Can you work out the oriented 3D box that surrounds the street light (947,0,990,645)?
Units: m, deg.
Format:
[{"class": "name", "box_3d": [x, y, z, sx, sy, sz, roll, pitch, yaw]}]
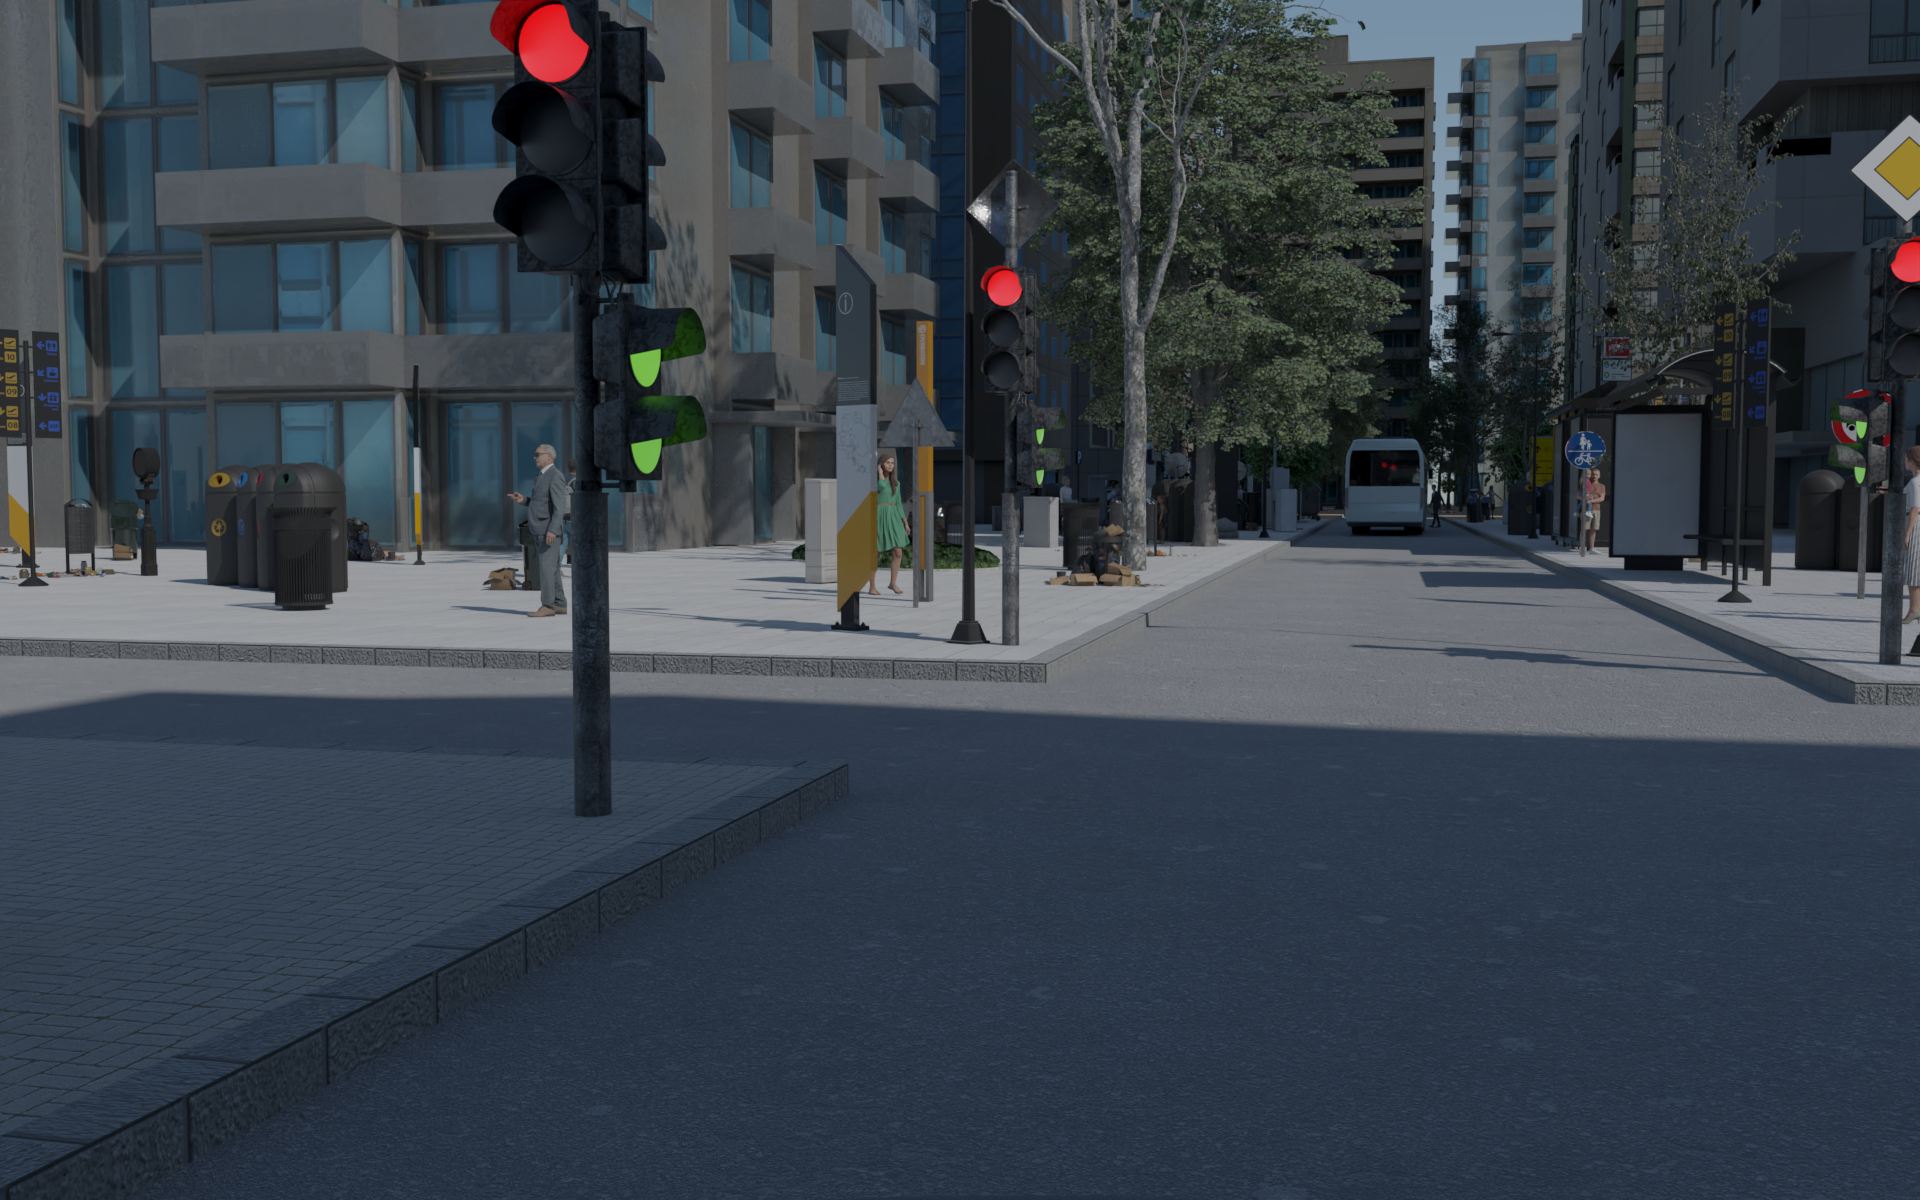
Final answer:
[{"class": "street light", "box_3d": [0.598, -2.572, 14.595, 1.470, 5.913, 1.316, 1, 4, 14]}]

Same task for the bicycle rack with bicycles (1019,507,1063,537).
[{"class": "bicycle rack with bicycles", "box_3d": [2.633, -2.414, 52.850, 2.852, 0.926, 2.925, 1, 4, 18]}]

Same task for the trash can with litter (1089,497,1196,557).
[{"class": "trash can with litter", "box_3d": [3.779, -1.542, 36.270, 1.678, 1.210, 2.233, -2, 4, -32]}]

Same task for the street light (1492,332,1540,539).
[{"class": "street light", "box_3d": [15.914, -4.715, 49.635, 1.470, 5.913, 1.316, 1, 4, 14]}]

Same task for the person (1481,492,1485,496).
[{"class": "person", "box_3d": [42.934, -8.405, 143.423, 1.348, 1.831, 0.705, 0, 4, 2]}]

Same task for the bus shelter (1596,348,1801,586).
[{"class": "bus shelter", "box_3d": [11.135, -1.998, 26.585, 2.014, 3.302, 5.546, 1, 4, 14]}]

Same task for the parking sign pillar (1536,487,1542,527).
[{"class": "parking sign pillar", "box_3d": [22.384, -4.805, 67.028, 1.447, 3.967, 1.447, 2, 4, 27]}]

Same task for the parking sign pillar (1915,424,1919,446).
[{"class": "parking sign pillar", "box_3d": [26.158, -3.530, 46.191, 1.447, 3.967, 1.447, 1, 4, 16]}]

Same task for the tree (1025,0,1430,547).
[{"class": "tree", "box_3d": [6.102, -8.271, 41.894, 9.857, 13.997, 8.962, 0, 3, 0]}]

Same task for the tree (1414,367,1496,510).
[{"class": "tree", "box_3d": [39.891, -13.141, 140.613, 9.928, 11.665, 9.643, 0, 3, 0]}]

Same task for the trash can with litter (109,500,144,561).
[{"class": "trash can with litter", "box_3d": [-16.189, -1.363, 33.665, 0.624, 1.170, 1.055, -2, 4, -26]}]

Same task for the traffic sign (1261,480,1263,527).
[{"class": "traffic sign", "box_3d": [11.888, -4.152, 67.998, 0.768, 2.556, 0.104, 1, 4, 18]}]

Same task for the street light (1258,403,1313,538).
[{"class": "street light", "box_3d": [9.462, -4.772, 50.567, 1.470, 5.913, 1.316, 1, 4, 14]}]

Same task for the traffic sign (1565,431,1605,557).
[{"class": "traffic sign", "box_3d": [12.685, -2.146, 35.195, 0.768, 2.556, 0.104, 1, 4, 16]}]

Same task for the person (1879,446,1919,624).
[{"class": "person", "box_3d": [9.347, -0.645, 17.152, 0.524, 1.755, 0.480, 2, 4, 35]}]

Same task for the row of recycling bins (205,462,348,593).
[{"class": "row of recycling bins", "box_3d": [-9.315, -1.008, 23.597, 1.069, 1.692, 3.534, -3, 5, -41]}]

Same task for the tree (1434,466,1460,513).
[{"class": "tree", "box_3d": [33.582, -7.614, 119.088, 1.663, 3.219, 1.824, 0, 3, 0]}]

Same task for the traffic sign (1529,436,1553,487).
[{"class": "traffic sign", "box_3d": [21.183, -4.097, 60.854, 2.265, 3.308, 0.079, 1, 4, 22]}]

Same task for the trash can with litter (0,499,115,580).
[{"class": "trash can with litter", "box_3d": [-14.085, -0.971, 26.934, 1.678, 1.210, 2.233, 1, 4, 19]}]

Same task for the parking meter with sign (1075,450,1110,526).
[{"class": "parking meter with sign", "box_3d": [5.517, -4.456, 69.120, 1.738, 3.016, 0.543, 1, 4, 21]}]

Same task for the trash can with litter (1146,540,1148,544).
[{"class": "trash can with litter", "box_3d": [4.303, -1.983, 43.804, 1.055, 1.170, 0.624, 0, 4, 7]}]

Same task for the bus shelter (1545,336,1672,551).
[{"class": "bus shelter", "box_3d": [15.421, -3.929, 41.870, 2.179, 5.291, 8.768, 1, 4, 14]}]

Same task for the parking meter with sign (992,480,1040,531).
[{"class": "parking meter with sign", "box_3d": [1.992, -3.924, 60.423, 1.738, 3.016, 0.543, -1, 4, -19]}]

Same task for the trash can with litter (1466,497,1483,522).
[{"class": "trash can with litter", "box_3d": [23.634, -4.184, 79.789, 0.624, 1.170, 1.055, 1, 4, 19]}]

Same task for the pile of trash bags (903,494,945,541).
[{"class": "pile of trash bags", "box_3d": [-1.184, -1.959, 41.786, 1.912, 1.369, 3.447, -1, 4, -12]}]

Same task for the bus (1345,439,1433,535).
[{"class": "bus", "box_3d": [15.960, -4.242, 64.210, 2.948, 3.499, 13.247, 1, 4, 16]}]

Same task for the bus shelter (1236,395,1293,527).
[{"class": "bus shelter", "box_3d": [12.806, -5.794, 72.359, 2.179, 5.291, 8.768, 1, 4, 14]}]

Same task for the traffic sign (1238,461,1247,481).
[{"class": "traffic sign", "box_3d": [10.625, -4.068, 66.610, 0.768, 2.556, 0.104, 1, 4, 21]}]

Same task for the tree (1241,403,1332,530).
[{"class": "tree", "box_3d": [11.746, -4.836, 62.779, 4.285, 4.588, 4.351, 0, 3, 0]}]

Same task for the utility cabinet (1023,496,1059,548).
[{"class": "utility cabinet", "box_3d": [1.952, -1.866, 41.675, 0.306, 1.237, 1.020, -3, 4, -36]}]

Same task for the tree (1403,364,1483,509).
[{"class": "tree", "box_3d": [42.189, -14.223, 150.673, 7.486, 12.596, 7.792, 0, 3, 0]}]

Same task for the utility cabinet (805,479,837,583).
[{"class": "utility cabinet", "box_3d": [-1.770, -1.008, 25.160, 0.318, 1.500, 1.173, 2, 4, 32]}]

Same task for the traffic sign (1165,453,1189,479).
[{"class": "traffic sign", "box_3d": [6.629, -3.242, 53.114, 0.768, 2.556, 0.104, 1, 4, 22]}]

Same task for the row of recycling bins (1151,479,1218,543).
[{"class": "row of recycling bins", "box_3d": [6.054, -2.453, 47.220, 1.069, 1.692, 3.534, -1, 4, -12]}]

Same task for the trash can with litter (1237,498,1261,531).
[{"class": "trash can with litter", "box_3d": [9.986, -2.996, 60.377, 1.055, 1.170, 0.624, 3, 4, 39]}]

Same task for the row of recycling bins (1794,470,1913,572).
[{"class": "row of recycling bins", "box_3d": [15.374, -1.300, 28.360, 1.069, 1.692, 3.534, -2, 4, -32]}]

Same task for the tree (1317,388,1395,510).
[{"class": "tree", "box_3d": [31.578, -13.864, 143.688, 9.611, 12.733, 9.660, 0, 3, 0]}]

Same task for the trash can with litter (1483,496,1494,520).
[{"class": "trash can with litter", "box_3d": [25.595, -4.466, 84.406, 0.624, 1.170, 1.055, 2, 4, 33]}]

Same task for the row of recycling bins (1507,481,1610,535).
[{"class": "row of recycling bins", "box_3d": [18.855, -2.854, 53.770, 3.534, 1.692, 1.069, 1, 4, 14]}]

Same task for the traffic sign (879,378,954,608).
[{"class": "traffic sign", "box_3d": [-0.499, -1.190, 19.464, 0.884, 2.594, 0.081, 1, 4, 16]}]

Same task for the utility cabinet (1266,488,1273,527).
[{"class": "utility cabinet", "box_3d": [12.159, -3.514, 66.129, 1.173, 1.500, 0.318, -3, 5, -42]}]

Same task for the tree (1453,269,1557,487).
[{"class": "tree", "box_3d": [18.662, -6.532, 57.159, 4.360, 8.622, 3.978, 0, 3, 0]}]

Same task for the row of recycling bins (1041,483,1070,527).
[{"class": "row of recycling bins", "box_3d": [3.611, -3.590, 65.816, 1.069, 1.692, 3.534, 1, 4, 9]}]

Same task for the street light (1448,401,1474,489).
[{"class": "street light", "box_3d": [24.878, -6.939, 85.993, 1.470, 5.913, 1.316, 1, 4, 14]}]

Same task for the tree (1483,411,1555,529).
[{"class": "tree", "box_3d": [21.208, -4.940, 64.489, 4.285, 4.588, 4.351, 0, 3, 0]}]

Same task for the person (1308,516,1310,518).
[{"class": "person", "box_3d": [18.564, -5.196, 91.525, 0.617, 1.759, 0.750, 0, 4, 2]}]

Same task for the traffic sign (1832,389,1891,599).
[{"class": "traffic sign", "box_3d": [10.998, -1.282, 21.066, 0.768, 2.556, 0.104, 1, 4, 22]}]

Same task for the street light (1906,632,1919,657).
[{"class": "street light", "box_3d": [7.138, -2.514, 13.641, 1.470, 5.913, 1.316, 1, 4, 14]}]

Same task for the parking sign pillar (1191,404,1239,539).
[{"class": "parking sign pillar", "box_3d": [7.412, -3.791, 50.454, 1.447, 3.967, 1.447, 0, 4, -7]}]

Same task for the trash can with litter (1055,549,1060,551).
[{"class": "trash can with litter", "box_3d": [3.244, -1.716, 39.122, 2.233, 1.210, 1.678, 0, 4, 0]}]

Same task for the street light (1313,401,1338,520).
[{"class": "street light", "box_3d": [18.274, -6.973, 86.552, 1.470, 5.913, 1.316, 1, 4, 14]}]

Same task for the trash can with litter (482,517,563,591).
[{"class": "trash can with litter", "box_3d": [-5.824, -0.713, 23.052, 1.055, 1.170, 0.624, 0, 4, 3]}]

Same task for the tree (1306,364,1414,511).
[{"class": "tree", "box_3d": [27.144, -12.491, 129.981, 9.928, 11.665, 9.643, 0, 3, 0]}]

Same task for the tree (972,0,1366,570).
[{"class": "tree", "box_3d": [1.659, -10.512, 27.758, 12.611, 20.169, 13.585, 0, 3, 0]}]

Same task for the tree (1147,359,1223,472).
[{"class": "tree", "box_3d": [9.798, -7.708, 76.392, 4.360, 8.622, 3.978, 0, 3, 0]}]

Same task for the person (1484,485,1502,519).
[{"class": "person", "box_3d": [26.955, -4.944, 87.662, 1.217, 1.735, 0.721, -2, 4, -25]}]

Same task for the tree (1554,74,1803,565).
[{"class": "tree", "box_3d": [13.144, -4.953, 31.345, 4.360, 8.622, 3.978, 0, 3, 0]}]

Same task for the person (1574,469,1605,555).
[{"class": "person", "box_3d": [13.346, -1.881, 36.767, 0.580, 1.828, 0.573, -3, 5, -44]}]

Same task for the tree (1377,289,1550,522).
[{"class": "tree", "box_3d": [23.469, -8.829, 78.767, 8.767, 10.594, 7.601, -3, 4, -38]}]
